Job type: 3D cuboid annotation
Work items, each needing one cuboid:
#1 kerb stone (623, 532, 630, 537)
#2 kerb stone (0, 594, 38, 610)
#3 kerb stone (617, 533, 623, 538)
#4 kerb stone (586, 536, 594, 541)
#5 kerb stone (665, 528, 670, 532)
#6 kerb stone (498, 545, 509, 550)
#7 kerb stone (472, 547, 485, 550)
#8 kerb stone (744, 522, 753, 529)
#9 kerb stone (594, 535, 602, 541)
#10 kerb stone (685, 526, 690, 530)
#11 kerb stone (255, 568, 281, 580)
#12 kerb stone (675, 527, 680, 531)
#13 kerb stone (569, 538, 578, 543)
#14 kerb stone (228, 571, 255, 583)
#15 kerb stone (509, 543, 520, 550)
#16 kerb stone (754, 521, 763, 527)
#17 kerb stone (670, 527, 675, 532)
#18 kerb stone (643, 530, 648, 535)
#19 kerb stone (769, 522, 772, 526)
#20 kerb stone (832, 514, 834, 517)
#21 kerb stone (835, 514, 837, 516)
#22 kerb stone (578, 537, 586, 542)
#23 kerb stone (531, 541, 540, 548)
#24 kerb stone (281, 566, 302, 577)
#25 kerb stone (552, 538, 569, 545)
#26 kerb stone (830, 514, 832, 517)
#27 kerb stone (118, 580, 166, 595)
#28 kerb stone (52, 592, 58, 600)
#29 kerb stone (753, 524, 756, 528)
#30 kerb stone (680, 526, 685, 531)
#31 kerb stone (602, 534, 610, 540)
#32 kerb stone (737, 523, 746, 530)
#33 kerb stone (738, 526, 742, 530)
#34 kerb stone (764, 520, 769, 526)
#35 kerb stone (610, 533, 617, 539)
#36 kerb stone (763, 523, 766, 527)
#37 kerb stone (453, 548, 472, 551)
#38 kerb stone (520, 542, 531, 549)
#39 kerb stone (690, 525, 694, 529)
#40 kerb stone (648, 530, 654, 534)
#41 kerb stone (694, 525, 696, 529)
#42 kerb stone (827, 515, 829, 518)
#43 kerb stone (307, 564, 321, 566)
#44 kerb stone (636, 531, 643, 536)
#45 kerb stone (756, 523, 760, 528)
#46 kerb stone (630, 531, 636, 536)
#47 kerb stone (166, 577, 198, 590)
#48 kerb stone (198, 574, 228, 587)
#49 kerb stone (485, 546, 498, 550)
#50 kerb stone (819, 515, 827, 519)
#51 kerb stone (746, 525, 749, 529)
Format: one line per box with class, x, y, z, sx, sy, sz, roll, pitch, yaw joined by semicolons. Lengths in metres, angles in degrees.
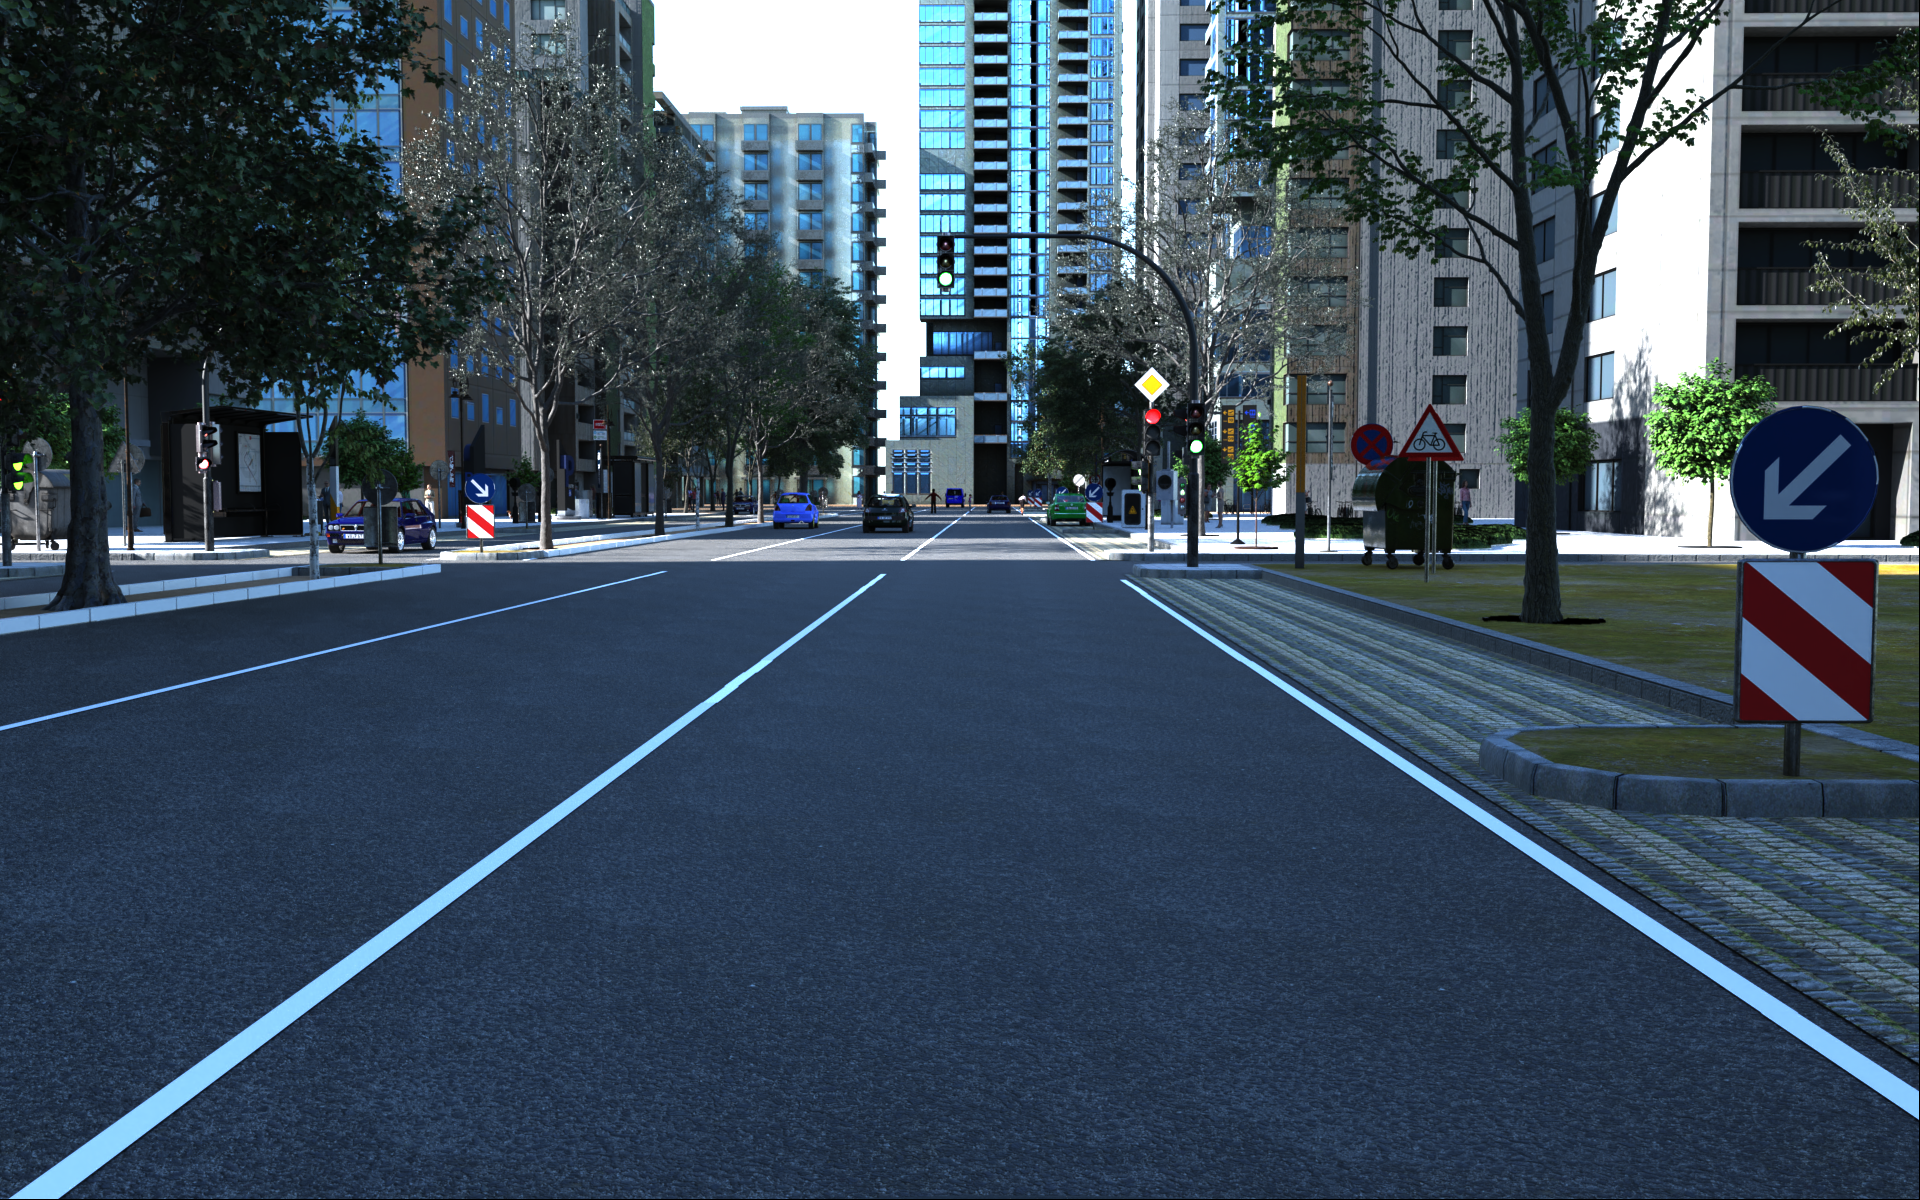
kerb stone;-11.165;-2.144;57.289;0.120;0.150;1.000;0;4;1
kerb stone;-11.840;0.023;21.886;0.120;0.150;1.000;0;4;1
kerb stone;-11.181;-2.084;56.264;0.120;0.150;1.000;0;4;1
kerb stone;-11.261;-1.833;52.161;0.120;0.150;1.000;0;4;1
kerb stone;-11.030;-2.580;64.457;0.120;0.150;1.000;0;4;1
kerb stone;-11.431;-1.268;42.924;0.120;0.150;1.000;0;4;1
kerb stone;-11.481;-1.143;40.879;0.120;0.150;1.000;0;4;1
kerb stone;-8.795;-3.019;71.555;0.120;0.150;1.000;0;4;1
kerb stone;-11.241;-1.888;53.184;0.120;0.150;1.000;0;4;1
kerb stone;-10.950;-2.835;68.565;0.120;0.150;1.000;0;4;1
kerb stone;-11.702;-0.417;29.049;0.120;0.150;1.000;0;4;1
kerb stone;-10.985;-2.711;66.514;0.120;0.150;1.000;0;4;1
kerb stone;-11.300;-1.705;50.108;0.120;0.150;1.000;0;4;1
kerb stone;-11.720;-0.357;28.025;0.120;0.150;1.000;0;4;1
kerb stone;-11.416;-1.330;43.946;0.120;0.150;1.000;0;4;1
kerb stone;-8.743;-3.208;74.649;0.120;0.150;1.000;0;4;1
kerb stone;-11.010;-2.648;65.491;0.120;0.150;1.000;0;4;1
kerb stone;-11.108;-2.334;60.359;0.120;0.150;1.000;0;4;1
kerb stone;-8.674;-3.396;77.725;0.120;0.150;1.000;0;4;1
kerb stone;-8.109;-5.214;107.465;0.120;0.150;1.000;0;4;1
kerb stone;-8.065;-5.341;109.516;0.120;0.150;1.000;0;4;1
kerb stone;-11.285;-1.763;51.140;0.120;0.150;1.000;0;4;1
kerb stone;-11.377;-1.456;46.004;0.120;0.150;1.000;0;4;1
kerb stone;-11.683;-0.482;30.073;0.120;0.150;1.000;0;4;1
kerb stone;-11.321;-1.642;49.078;0.120;0.150;1.000;0;4;1
kerb stone;-8.124;-5.152;106.443;0.120;0.150;1.000;0;4;1
kerb stone;-11.780;-0.166;24.959;0.120;0.150;1.000;0;4;1
kerb stone;-11.822;-0.037;22.908;0.120;0.150;1.000;0;4;1
kerb stone;-8.771;-3.079;72.596;0.120;0.150;1.000;0;4;1
kerb stone;-10.972;-2.774;67.543;0.120;0.150;1.000;0;4;1
kerb stone;-11.217;-1.958;54.214;0.120;0.150;1.000;0;4;1
kerb stone;-8.830;-2.894;69.511;0.120;0.150;1.000;0;4;1
kerb stone;-8.852;-2.827;68.482;0.120;0.150;1.000;0;4;1
kerb stone;-8.691;-3.333;76.693;0.120;0.150;1.000;0;4;1
kerb stone;-11.199;-2.021;55.242;0.120;0.150;1.000;0;4;1
kerb stone;-8.713;-3.268;75.671;0.120;0.150;1.000;0;4;1
kerb stone;-11.497;-1.075;39.853;0.120;0.150;1.000;0;4;1
kerb stone;-11.399;-1.393;44.971;0.120;0.150;1.000;0;4;1
kerb stone;-10.920;-2.899;69.592;0.120;0.150;1.000;0;4;1
kerb stone;-11.087;-2.388;61.387;0.120;0.150;1.000;0;4;1
kerb stone;-10.912;-2.960;70.621;0.120;0.150;1.000;0;4;1
kerb stone;-8.173;-5.027;104.393;0.120;0.150;1.000;0;4;1
kerb stone;-11.662;-0.544;31.094;0.120;0.150;1.000;0;4;1
kerb stone;-11.123;-2.271;59.333;0.120;0.150;1.000;0;4;1
kerb stone;-8.750;-3.143;73.618;0.120;0.150;1.000;0;4;1
kerb stone;-11.147;-2.209;58.311;0.120;0.150;1.000;0;4;1
kerb stone;-11.759;-0.231;25.980;0.120;0.150;1.000;0;4;1
kerb stone;-11.738;-0.294;27.002;0.120;0.150;1.000;0;4;1
kerb stone;-11.452;-1.205;41.902;0.120;0.150;1.000;0;4;1
kerb stone;-8.193;-4.955;103.363;0.120;0.150;1.000;0;4;1
kerb stone;-8.812;-2.956;70.533;0.120;0.150;1.000;0;4;1
